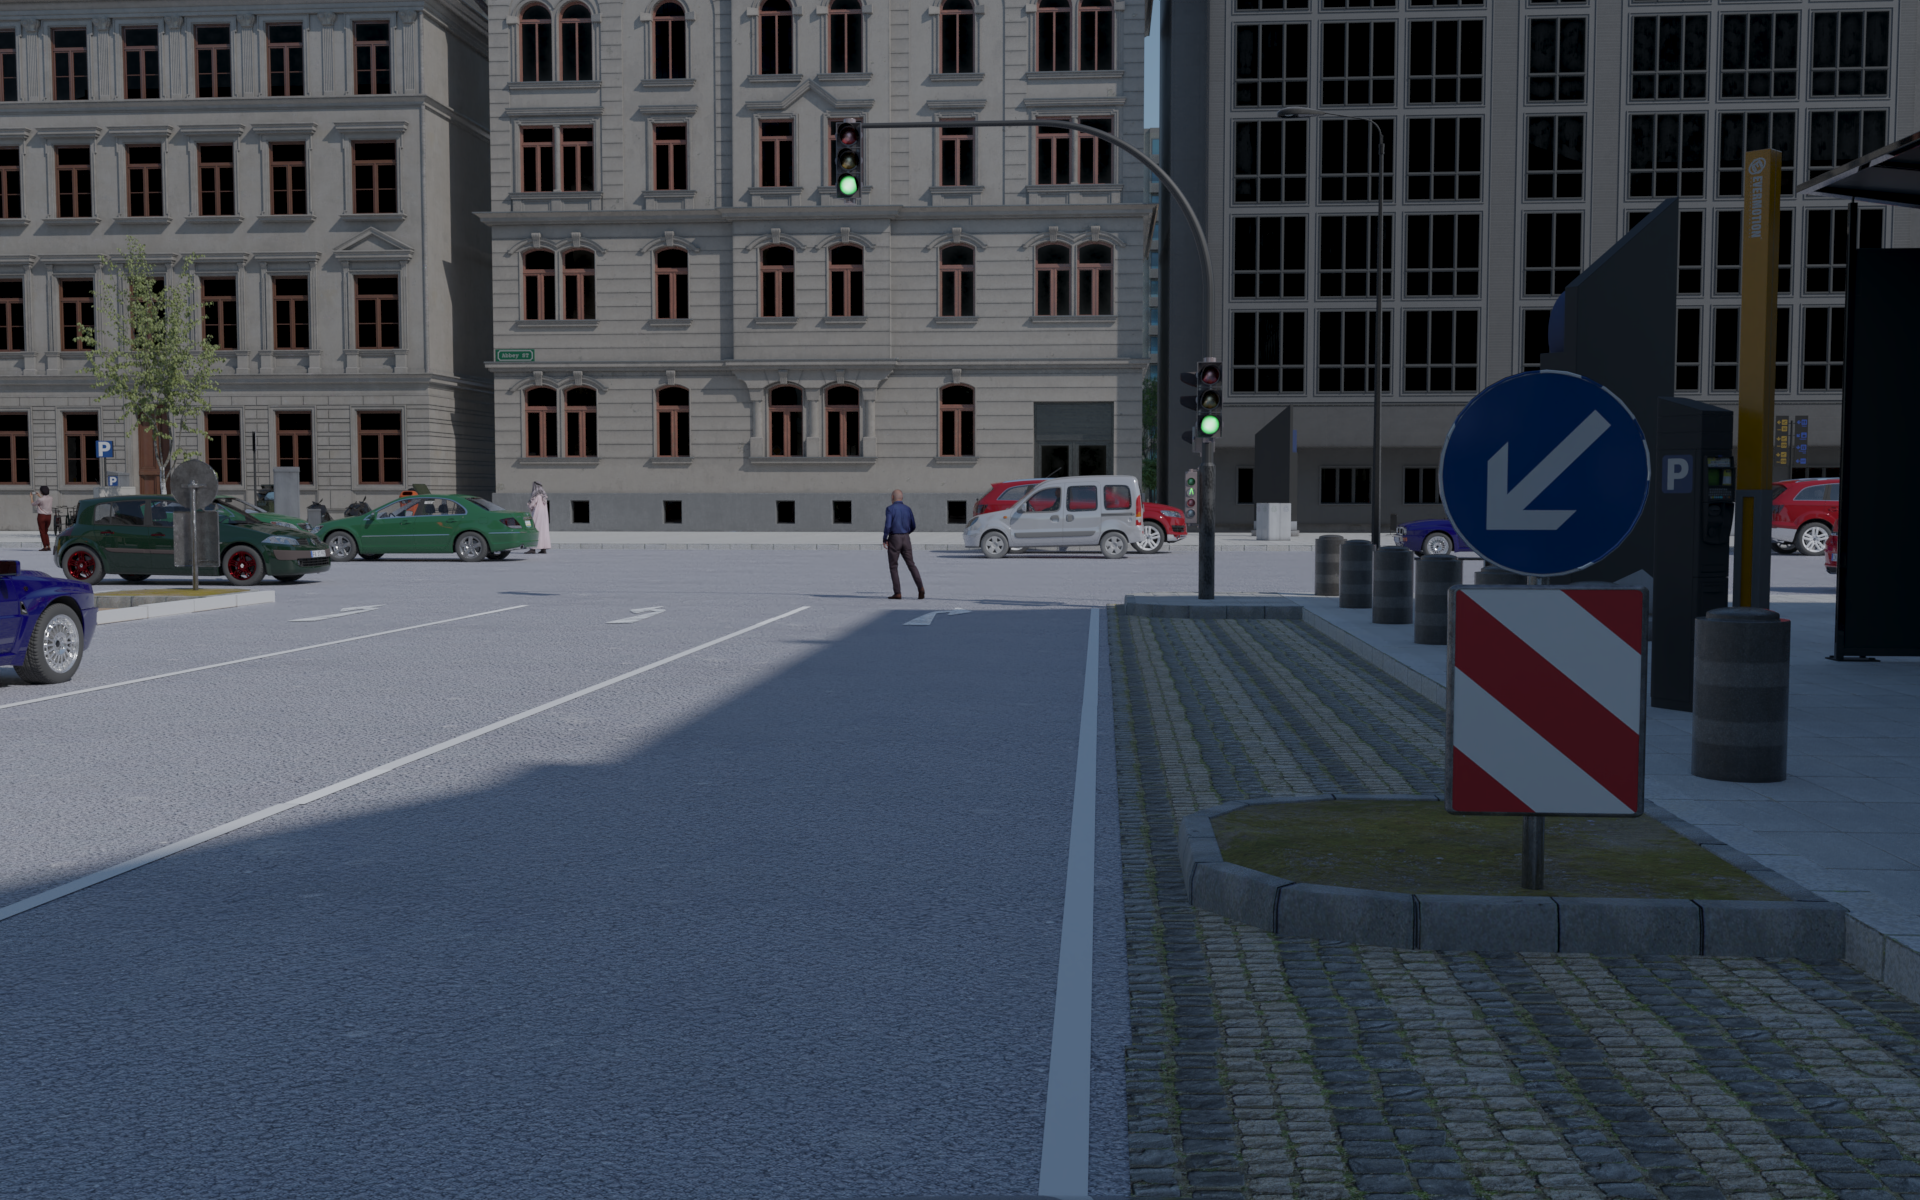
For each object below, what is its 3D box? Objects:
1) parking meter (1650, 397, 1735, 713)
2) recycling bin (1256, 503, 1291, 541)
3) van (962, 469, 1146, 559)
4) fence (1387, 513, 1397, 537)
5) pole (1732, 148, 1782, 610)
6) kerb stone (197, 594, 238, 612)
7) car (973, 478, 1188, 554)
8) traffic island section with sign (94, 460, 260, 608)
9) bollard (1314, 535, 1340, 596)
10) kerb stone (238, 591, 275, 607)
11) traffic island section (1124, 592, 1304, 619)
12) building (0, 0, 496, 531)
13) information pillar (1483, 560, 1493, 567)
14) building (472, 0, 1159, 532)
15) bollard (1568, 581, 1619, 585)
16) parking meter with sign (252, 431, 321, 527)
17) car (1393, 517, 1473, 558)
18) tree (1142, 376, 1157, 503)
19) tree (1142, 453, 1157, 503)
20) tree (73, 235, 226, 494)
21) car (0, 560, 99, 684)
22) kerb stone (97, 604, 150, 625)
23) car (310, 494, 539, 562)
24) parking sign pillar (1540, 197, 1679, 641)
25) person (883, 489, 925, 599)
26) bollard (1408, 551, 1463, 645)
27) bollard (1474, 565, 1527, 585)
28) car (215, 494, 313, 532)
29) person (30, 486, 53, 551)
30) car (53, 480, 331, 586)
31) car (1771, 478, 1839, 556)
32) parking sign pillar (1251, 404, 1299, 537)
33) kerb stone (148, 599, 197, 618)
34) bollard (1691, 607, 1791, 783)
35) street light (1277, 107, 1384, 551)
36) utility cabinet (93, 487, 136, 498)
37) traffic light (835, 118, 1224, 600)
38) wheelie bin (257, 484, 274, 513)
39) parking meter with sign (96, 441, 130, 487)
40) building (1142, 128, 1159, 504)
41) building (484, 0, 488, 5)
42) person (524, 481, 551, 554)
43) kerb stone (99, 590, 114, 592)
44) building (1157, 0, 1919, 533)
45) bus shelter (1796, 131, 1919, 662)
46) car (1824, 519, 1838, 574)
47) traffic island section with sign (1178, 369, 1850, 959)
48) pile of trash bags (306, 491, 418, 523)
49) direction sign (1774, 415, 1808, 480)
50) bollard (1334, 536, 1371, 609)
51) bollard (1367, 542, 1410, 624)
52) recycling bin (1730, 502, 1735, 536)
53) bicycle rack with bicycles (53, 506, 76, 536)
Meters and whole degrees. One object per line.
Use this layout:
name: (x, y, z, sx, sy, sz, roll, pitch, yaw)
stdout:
parking meter: (4.349, -0.280, 10.282, 0.255, 1.863, 0.399, -2, 4, -25)
recycling bin: (8.672, -2.162, 47.901, 0.722, 1.027, 0.722, -1, 4, -18)
van: (2.113, -1.954, 38.960, 4.112, 2.044, 2.013, 0, 4, 5)
fence: (13.254, -2.298, 52.942, 0.278, 0.683, 2.069, 1, 4, 9)
pole: (4.779, -1.013, 10.400, 0.158, 3.312, 0.155, 0, 3, 0)
kerb stone: (-9.288, 0.044, 21.477, 0.120, 0.150, 1.000, 0, 4, 5)
car: (2.884, -2.052, 42.227, 5.304, 1.827, 2.281, 0, 4, 4)
traffic island section with sign: (-10.247, -0.878, 22.487, 2.006, 1.907, 1.989, 0, 4, 5)
bollard: (4.687, -0.439, 21.891, 0.404, 0.777, 0.398, 0, 3, 0)
kerb stone: (-9.198, -0.019, 22.505, 0.120, 0.150, 1.000, 0, 4, 5)
traffic island section: (3.023, 0.068, 21.169, 2.009, 0.180, 2.903, 0, 4, 5)
building: (-27.231, -13.912, 63.626, 21.152, 22.565, 11.583, 0, 4, 5)
information pillar: (4.512, -0.595, 14.228, 0.304, 2.012, 0.304, -1, 4, -11)
building: (-4.442, -16.908, 63.832, 23.554, 28.519, 14.401, 0, 4, 5)
bollard: (3.726, 0.276, 10.197, 0.404, 0.777, 0.398, 0, 3, 0)
parking meter with sign: (-18.850, -3.196, 48.512, 1.738, 3.016, 0.543, -1, 4, -21)
car: (11.554, -1.555, 37.999, 3.894, 1.354, 1.945, 0, 4, 6)
tree: (15.961, -13.415, 145.088, 9.928, 11.665, 9.643, 0, 3, 0)
tree: (14.947, -9.155, 133.402, 4.285, 4.588, 4.351, 0, 3, 0)
tree: (-22.753, -6.044, 49.176, 4.737, 8.622, 4.395, 0, 3, 0)
car: (-7.739, 0.037, 11.980, 1.945, 1.354, 3.894, 0, 4, 5)
kerb stone: (-9.454, 0.182, 19.431, 0.120, 0.150, 1.000, 0, 4, 5)
car: (-11.585, -1.560, 37.296, 4.920, 1.459, 2.131, 0, 4, 3)
parking sign pillar: (5.848, -1.663, 15.659, 1.447, 3.967, 1.447, -2, 4, -29)
person: (-0.788, -0.762, 23.647, 0.574, 1.496, 0.600, 0, 4, -8)
bollard: (4.110, -0.010, 14.873, 0.404, 0.777, 0.398, 0, 3, 0)
bollard: (3.922, 0.134, 12.529, 0.404, 0.777, 0.398, 0, 3, 0)
car: (-18.452, -1.902, 42.891, 4.920, 1.459, 2.131, 0, 4, 4)
person: (-23.031, -2.047, 43.436, 0.517, 1.644, 0.566, -2, 4, -26)
car: (-12.307, -1.100, 27.765, 4.222, 1.686, 2.009, 0, 4, 4)
car: (21.317, -1.962, 40.751, 5.304, 1.827, 2.281, 0, 4, 6)
parking sign pillar: (9.597, -3.923, 52.619, 1.447, 3.967, 1.447, -3, 5, -44)
kerb stone: (-9.367, 0.106, 20.455, 0.120, 0.150, 1.000, 0, 4, 5)
bollard: (3.542, 0.419, 7.859, 0.404, 0.777, 0.398, 0, 3, 0)
street light: (4.504, -2.959, 20.921, 1.470, 5.913, 1.316, 0, 4, 5)
utility cabinet: (-25.312, -2.642, 51.875, 0.318, 1.500, 1.173, 2, 4, 31)
traffic light: (0.892, -2.839, 21.086, 4.771, 5.953, 1.251, 0, 4, 5)
wheelie bin: (-22.373, -2.950, 56.135, 0.980, 1.594, 0.693, 1, 4, 23)
parking meter with sign: (-27.875, -3.742, 57.441, 0.543, 3.016, 1.738, 0, 4, 3)
building: (19.366, -37.048, 225.343, 30.456, 49.044, 23.786, 0, 4, 5)
building: (-35.020, -32.993, 128.673, 28.713, 52.752, 27.495, 0, 4, 5)
person: (-10.127, -1.979, 41.530, 0.621, 1.740, 0.551, 0, 4, 0)
kerb stone: (-11.285, -0.032, 22.713, 0.120, 0.150, 1.000, 0, 4, 5)
building: (19.191, -16.362, 61.027, 24.014, 27.812, 14.314, 0, 4, 5)
bus shelter: (6.974, -1.156, 10.191, 1.731, 3.624, 6.357, 0, 4, 5)
car: (14.998, -0.979, 25.051, 4.494, 1.783, 2.155, 0, 4, 3)
traffic island section with sign: (1.822, 0.141, 6.320, 1.989, 1.847, 2.006, 0, 4, 5)
pile of trash bags: (-17.358, -2.475, 50.224, 3.447, 1.369, 1.912, 0, 4, 0)
direction sign: (23.975, -3.548, 50.007, 0.876, 3.537, 0.379, 0, 4, 8)
bollard: (4.489, -0.296, 19.555, 0.404, 0.777, 0.398, 0, 3, 0)
bollard: (4.302, -0.152, 17.206, 0.404, 0.777, 0.398, 0, 3, 0)
recycling bin: (23.661, -2.473, 52.988, 0.722, 1.027, 0.722, 1, 4, 17)
bicycle rack with bicycles: (-27.200, -2.483, 53.977, 2.852, 0.926, 2.925, -1, 4, -14)
